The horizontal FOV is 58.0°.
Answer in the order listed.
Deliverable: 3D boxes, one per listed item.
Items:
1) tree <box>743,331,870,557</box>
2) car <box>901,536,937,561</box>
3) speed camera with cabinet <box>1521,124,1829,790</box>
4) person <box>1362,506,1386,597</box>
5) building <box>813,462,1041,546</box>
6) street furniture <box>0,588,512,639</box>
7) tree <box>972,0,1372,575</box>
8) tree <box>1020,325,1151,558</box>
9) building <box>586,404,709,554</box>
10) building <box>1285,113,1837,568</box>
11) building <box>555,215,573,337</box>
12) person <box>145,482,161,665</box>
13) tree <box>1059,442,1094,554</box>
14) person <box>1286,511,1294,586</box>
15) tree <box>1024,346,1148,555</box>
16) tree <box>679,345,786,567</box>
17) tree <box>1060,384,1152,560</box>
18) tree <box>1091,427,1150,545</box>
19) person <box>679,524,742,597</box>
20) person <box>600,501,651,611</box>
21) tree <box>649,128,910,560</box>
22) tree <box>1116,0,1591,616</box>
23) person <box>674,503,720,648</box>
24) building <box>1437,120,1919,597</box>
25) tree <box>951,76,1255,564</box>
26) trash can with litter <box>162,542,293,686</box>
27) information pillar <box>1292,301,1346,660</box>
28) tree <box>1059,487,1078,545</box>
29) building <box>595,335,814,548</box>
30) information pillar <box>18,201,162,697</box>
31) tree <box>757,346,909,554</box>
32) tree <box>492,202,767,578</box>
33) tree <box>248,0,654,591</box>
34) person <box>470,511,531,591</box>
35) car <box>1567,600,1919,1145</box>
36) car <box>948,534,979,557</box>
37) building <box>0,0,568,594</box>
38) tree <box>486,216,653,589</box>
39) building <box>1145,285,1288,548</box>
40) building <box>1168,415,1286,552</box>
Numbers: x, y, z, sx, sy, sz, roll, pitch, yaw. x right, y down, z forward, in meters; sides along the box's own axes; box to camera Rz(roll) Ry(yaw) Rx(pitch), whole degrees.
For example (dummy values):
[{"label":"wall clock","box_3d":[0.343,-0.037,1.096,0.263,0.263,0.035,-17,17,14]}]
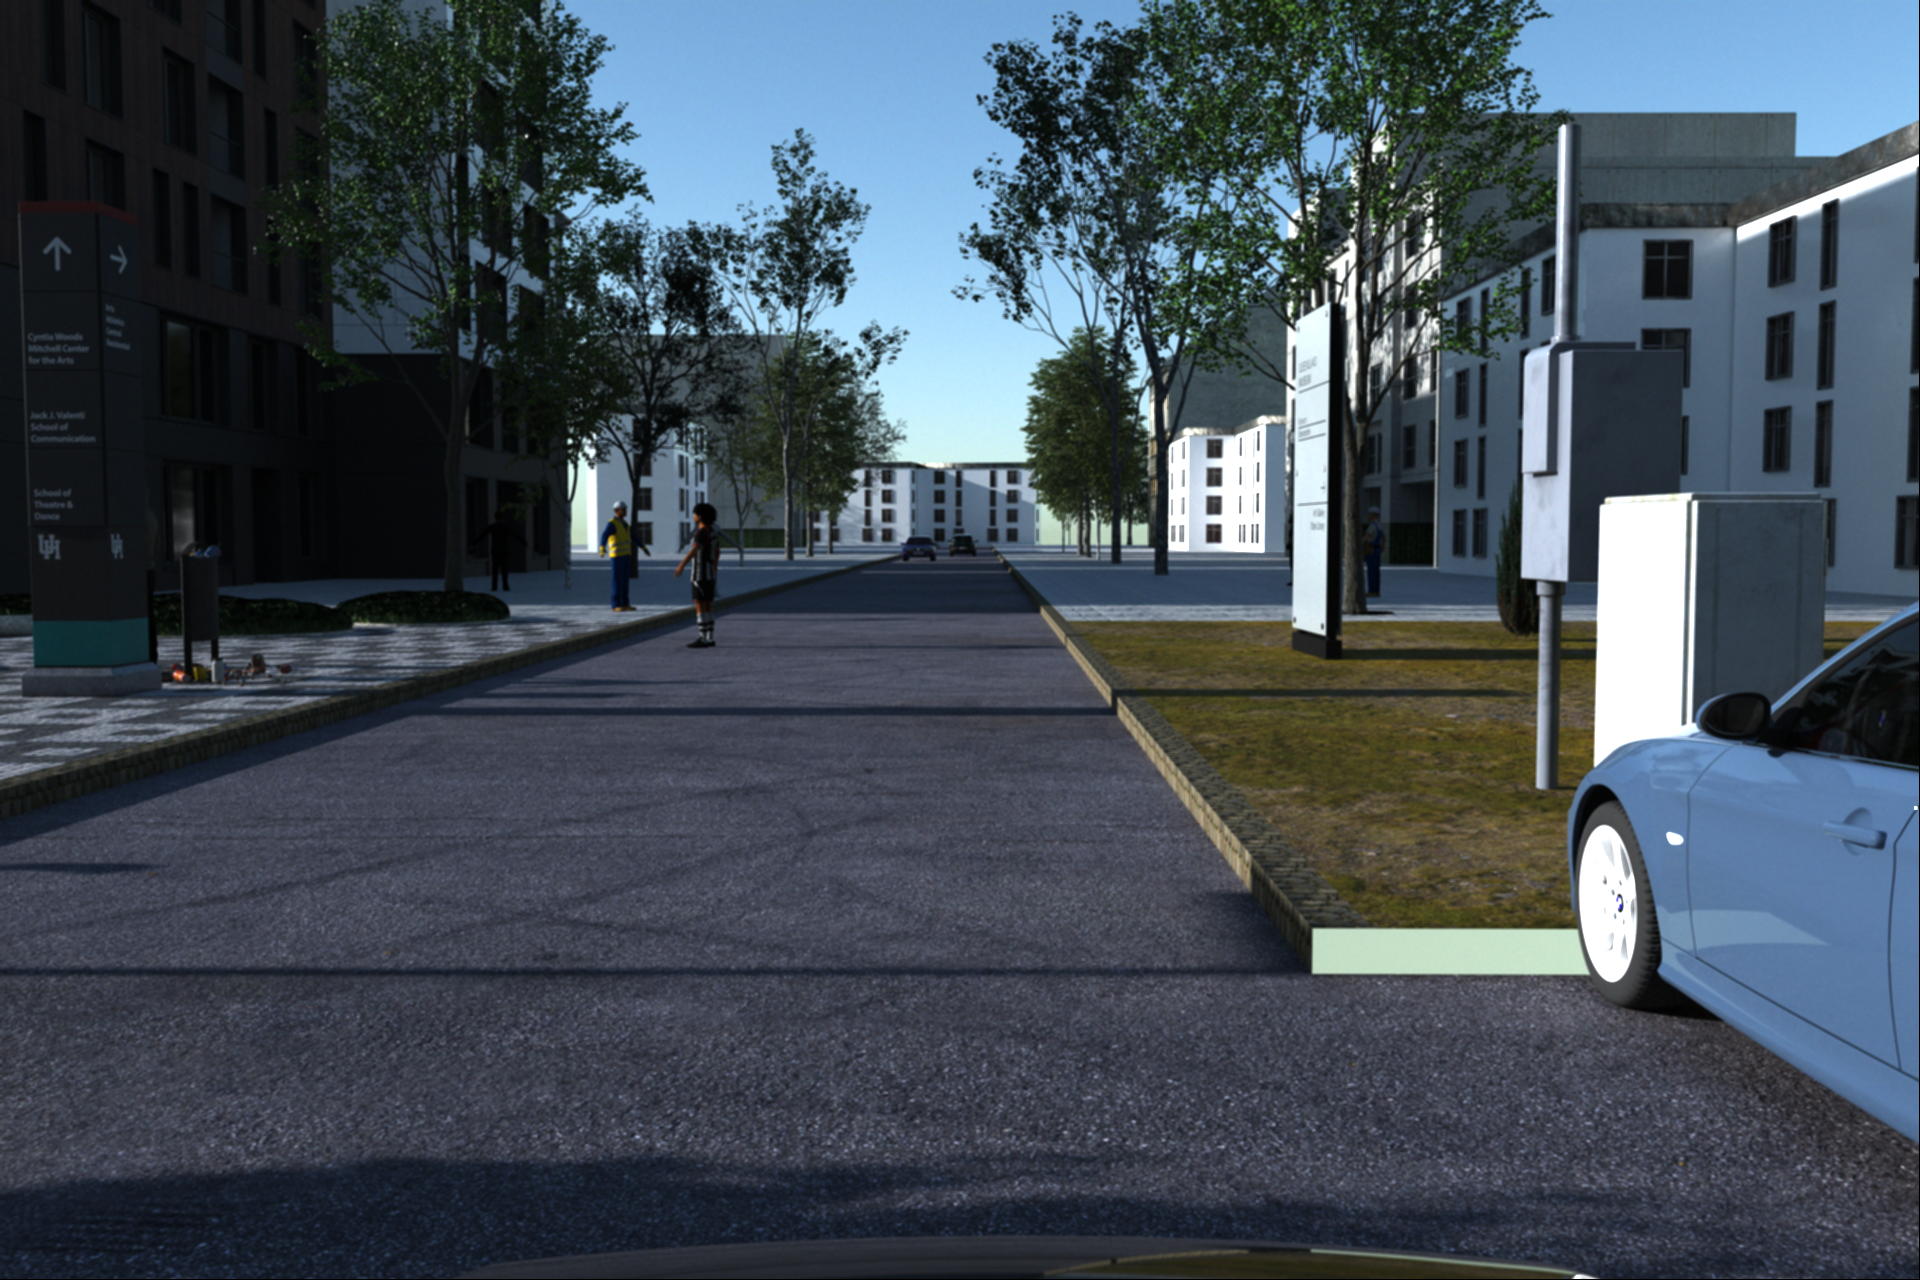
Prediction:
[{"label":"tree","box_3d":[-8.713,-10.974,97.549,7.486,12.596,7.792,0,3,0]},{"label":"car","box_3d":[-2.163,-4.872,92.236,1.945,1.354,3.894,0,4,0]},{"label":"speed camera with cabinet","box_3d":[3.148,-0.824,7.808,0.660,3.252,2.038,0,4,0]},{"label":"person","box_3d":[8.435,-1.809,35.442,0.705,1.847,1.347,3,4,38]},{"label":"building","box_3d":[-4.901,-15.753,202.173,28.070,9.664,9.099,1,4,10]},{"label":"street furniture","box_3d":[-11.497,-0.498,23.767,10.072,0.657,5.734,0,4,-6]},{"label":"tree","box_3d":[6.328,-12.030,52.579,12.611,20.169,13.585,0,3,0]},{"label":"tree","box_3d":[6.749,-10.774,94.276,7.486,12.596,7.792,0,3,0]},{"label":"building","box_3d":[-22.783,-11.248,126.048,9.099,9.664,28.070,0,4,0]},{"label":"building","box_3d":[26.660,-13.152,81.492,16.747,18.905,31.486,0,4,0]},{"label":"building","box_3d":[-28.582,-14.928,74.994,19.493,23.208,18.063,0,4,1]},{"label":"person","box_3d":[-7.910,-0.642,16.633,0.705,1.813,1.348,-1,4,-9]},{"label":"tree","box_3d":[6.802,-9.876,111.838,4.737,8.622,4.395,0,3,0]},{"label":"person","box_3d":[8.310,-2.285,43.145,0.705,1.856,1.354,1,4,16]},{"label":"tree","box_3d":[7.489,-11.386,104.284,7.486,12.596,7.792,0,3,0]},{"label":"tree","box_3d":[-8.361,-7.137,67.055,4.360,8.622,3.978,0,3,0]},{"label":"tree","box_3d":[7.094,-8.265,85.487,4.737,8.622,4.395,0,3,0]},{"label":"tree","box_3d":[19.569,-17.851,198.517,9.857,13.997,8.962,0,3,0]},{"label":"person","box_3d":[-5.092,-1.771,35.150,1.347,1.806,0.705,-2,4,-29]},{"label":"person","box_3d":[-5.639,-1.403,28.908,0.705,1.833,1.349,2,4,24]},{"label":"tree","box_3d":[-8.870,-13.923,83.528,12.611,20.169,13.585,0,3,0]},{"label":"tree","box_3d":[6.326,-6.233,27.659,9.928,11.665,9.643,0,3,0]},{"label":"person","box_3d":[-3.266,-0.813,21.895,0.704,1.843,1.345,1,4,12]},{"label":"building","box_3d":[20.336,-6.239,44.155,9.099,9.664,28.070,0,4,1]},{"label":"tree","box_3d":[5.861,-13.273,72.908,12.611,20.169,13.585,0,3,0]},{"label":"trash can with litter","box_3d":[-6.595,-0.284,15.701,1.678,1.210,2.233,0,4,2]},{"label":"information pillar","box_3d":[3.798,-1.655,18.376,0.184,3.620,1.656,0,4,-1]},{"label":"tree","box_3d":[12.886,-15.260,199.855,4.360,8.622,3.978,0,3,0]},{"label":"building","box_3d":[-24.005,-18.530,169.430,16.747,18.905,31.486,0,4,0]},{"label":"information pillar","box_3d":[-6.994,-1.498,13.866,0.750,3.857,0.750,0,4,2]},{"label":"tree","box_3d":[-8.300,-12.322,111.836,12.009,13.543,11.850,0,3,0]},{"label":"tree","box_3d":[-9.528,-7.051,49.704,8.767,10.594,7.601,0,4,2]},{"label":"tree","box_3d":[-9.354,-6.502,32.070,9.928,11.665,9.643,0,3,0]},{"label":"person","box_3d":[-10.392,-2.014,39.112,1.347,1.806,0.705,-1,4,-8]},{"label":"car","box_3d":[2.817,0.504,3.769,2.014,1.417,4.499,0,4,0]},{"label":"car","box_3d":[0.191,-6.204,111.227,2.009,1.686,4.222,0,4,0]},{"label":"building","box_3d":[-28.348,-12.410,46.881,27.936,21.610,32.646,0,4,0]},{"label":"tree","box_3d":[-9.265,-5.528,40.741,4.737,8.622,4.395,0,3,0]},{"label":"building","box_3d":[27.851,-20.265,162.269,19.493,23.208,18.063,0,4,1]},{"label":"building","box_3d":[22.388,-11.882,136.410,9.099,9.664,28.070,0,4,1]}]
